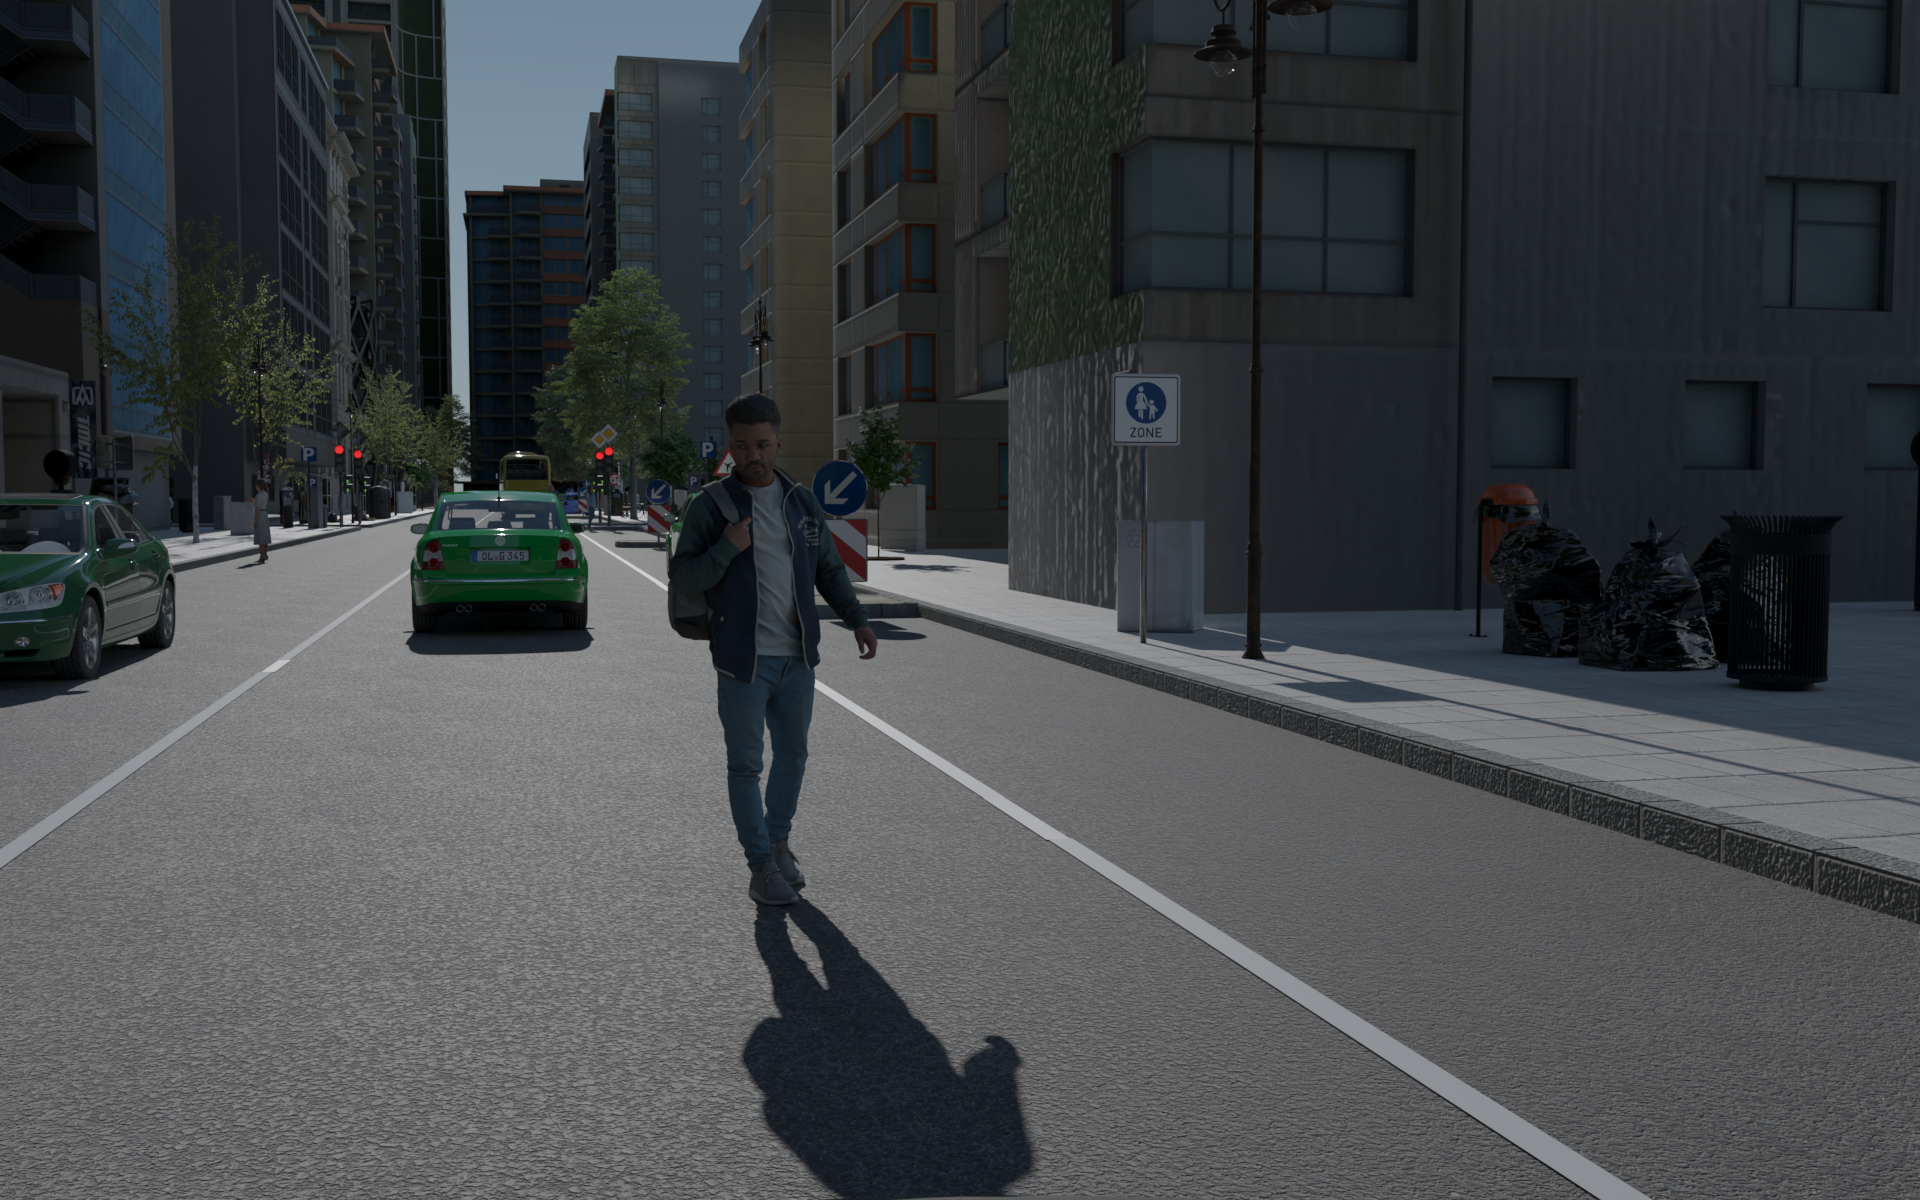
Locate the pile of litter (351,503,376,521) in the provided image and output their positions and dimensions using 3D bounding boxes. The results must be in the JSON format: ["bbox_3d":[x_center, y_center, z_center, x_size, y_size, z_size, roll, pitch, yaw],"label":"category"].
[{"bbox_3d":[-28.387,-4.184,82.366,1.176,0.858,1.719,-1,4,-16],"label":"pile of litter"}]

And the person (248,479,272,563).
[{"bbox_3d":[-14.738,-1.668,36.338,0.524,1.755,0.480,0,4,1],"label":"person"}]

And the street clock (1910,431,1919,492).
[{"bbox_3d":[10.302,-0.840,18.302,0.471,2.002,0.358,1,4,18],"label":"street clock"}]

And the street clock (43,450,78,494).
[{"bbox_3d":[-14.797,-1.466,28.538,0.471,2.002,0.358,0,4,7],"label":"street clock"}]

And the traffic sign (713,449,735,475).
[{"bbox_3d":[-6.600,-3.027,49.495,0.884,2.594,0.081,-1,4,-10],"label":"traffic sign"}]

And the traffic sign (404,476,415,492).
[{"bbox_3d":[-39.161,-7.532,123.259,0.768,2.556,0.104,0,4,-6],"label":"traffic sign"}]

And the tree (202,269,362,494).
[{"bbox_3d":[-23.072,-6.546,57.383,4.360,8.622,3.978,0,3,0],"label":"tree"}]

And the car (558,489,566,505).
[{"bbox_3d":[-31.564,-7.851,137.165,1.959,1.807,4.718,-1,4,-14],"label":"car"}]

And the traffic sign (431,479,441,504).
[{"bbox_3d":[-44.675,-9.025,147.670,0.768,2.556,0.104,-1,4,-13],"label":"traffic sign"}]

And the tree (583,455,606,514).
[{"bbox_3d":[-22.705,-7.841,111.920,4.285,4.588,4.351,0,3,0],"label":"tree"}]

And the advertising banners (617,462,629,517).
[{"bbox_3d":[-18.667,-6.101,95.933,0.090,3.025,2.074,0,4,6],"label":"advertising banners"}]

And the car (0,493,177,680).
[{"bbox_3d":[-7.962,-0.175,14.656,2.131,1.459,4.920,-1,4,-13],"label":"car"}]

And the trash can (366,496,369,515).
[{"bbox_3d":[-37.249,-5.927,108.555,0.748,1.137,0.748,0,3,0],"label":"trash can"}]

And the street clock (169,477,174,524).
[{"bbox_3d":[-33.673,-4.235,73.809,0.358,2.002,0.471,-3,5,-41],"label":"street clock"}]

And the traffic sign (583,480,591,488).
[{"bbox_3d":[-31.815,-9.049,148.061,0.768,2.556,0.104,-1,4,-10],"label":"traffic sign"}]

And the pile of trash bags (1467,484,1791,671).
[{"bbox_3d":[5.221,-0.275,14.241,1.912,1.369,3.447,-1,4,-13],"label":"pile of trash bags"}]

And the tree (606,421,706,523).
[{"bbox_3d":[-13.022,-5.788,78.348,4.285,4.588,4.351,0,3,0],"label":"tree"}]

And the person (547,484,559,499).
[{"bbox_3d":[-14.598,-3.254,61.882,0.537,1.800,0.526,0,4,6],"label":"person"}]

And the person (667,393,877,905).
[{"bbox_3d":[-0.703,0.166,6.140,0.623,1.781,0.721,-3,5,-43],"label":"person"}]

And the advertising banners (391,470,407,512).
[{"bbox_3d":[-41.304,-7.950,126.177,2.074,3.025,0.090,0,4,-1],"label":"advertising banners"}]

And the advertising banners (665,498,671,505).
[{"bbox_3d":[-24.209,-9.082,144.681,2.074,3.025,0.090,2,4,34],"label":"advertising banners"}]

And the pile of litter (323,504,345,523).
[{"bbox_3d":[-28.412,-3.877,77.348,1.719,0.858,1.176,0,4,-1],"label":"pile of litter"}]

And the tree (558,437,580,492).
[{"bbox_3d":[-41.442,-14.354,185.041,4.360,8.622,3.978,0,3,0],"label":"tree"}]

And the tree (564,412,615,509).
[{"bbox_3d":[-35.987,-13.076,164.152,4.737,8.622,4.395,0,3,0],"label":"tree"}]

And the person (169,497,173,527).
[{"bbox_3d":[-31.036,-3.509,67.686,0.589,1.601,0.330,1,4,18],"label":"person"}]

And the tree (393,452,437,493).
[{"bbox_3d":[-42.983,-9.357,136.702,4.285,4.588,4.351,0,3,0],"label":"tree"}]

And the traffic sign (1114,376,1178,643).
[{"bbox_3d":[1.577,-0.778,14.842,0.606,2.300,0.079,-1,4,-12],"label":"traffic sign"}]

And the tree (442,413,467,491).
[{"bbox_3d":[-46.523,-12.487,154.530,4.360,8.622,3.978,0,3,0],"label":"tree"}]

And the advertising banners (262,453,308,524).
[{"bbox_3d":[-29.148,-4.814,74.893,2.074,3.025,0.090,-1,4,-20],"label":"advertising banners"}]

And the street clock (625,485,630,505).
[{"bbox_3d":[-25.874,-7.960,134.709,0.471,2.002,0.358,3,4,38],"label":"street clock"}]

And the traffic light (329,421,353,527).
[{"bbox_3d":[-23.854,-4.759,66.730,0.839,4.253,0.868,-1,4,-14],"label":"traffic light"}]

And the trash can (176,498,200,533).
[{"bbox_3d":[-25.659,-2.810,57.603,0.748,1.137,0.748,0,3,0],"label":"trash can"}]

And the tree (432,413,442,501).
[{"bbox_3d":[-34.629,-9.535,106.264,4.360,8.622,3.978,0,3,0],"label":"tree"}]

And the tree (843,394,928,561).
[{"bbox_3d":[-1.455,-2.392,33.713,1.663,3.219,1.824,0,3,0],"label":"tree"}]

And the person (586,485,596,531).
[{"bbox_3d":[-14.317,-3.567,67.091,0.793,1.790,0.793,-2,4,-32],"label":"person"}]

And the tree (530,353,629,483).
[{"bbox_3d":[-33.192,-15.093,153.429,9.857,13.997,8.962,0,3,0],"label":"tree"}]

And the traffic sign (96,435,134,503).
[{"bbox_3d":[-14.727,-1.718,30.213,0.606,2.300,0.079,0,4,-8],"label":"traffic sign"}]

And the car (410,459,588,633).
[{"bbox_3d":[-5.164,-0.650,19.419,1.959,1.807,4.718,-1,4,-15],"label":"car"}]

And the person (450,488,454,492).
[{"bbox_3d":[-28.858,-5.470,98.281,0.374,1.781,0.599,2,4,35],"label":"person"}]

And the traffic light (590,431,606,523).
[{"bbox_3d":[-16.030,-5.385,76.971,0.839,4.253,0.868,-1,4,-14],"label":"traffic light"}]

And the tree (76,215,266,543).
[{"bbox_3d":[-20.253,-5.798,45.160,4.737,8.622,4.395,0,3,0],"label":"tree"}]

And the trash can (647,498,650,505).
[{"bbox_3d":[-25.739,-8.111,144.260,0.748,1.137,0.748,0,3,0],"label":"trash can"}]

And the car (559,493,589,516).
[{"bbox_3d":[-23.503,-5.891,105.905,1.945,1.707,3.694,-1,4,-15],"label":"car"}]

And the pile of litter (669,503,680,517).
[{"bbox_3d":[-15.904,-5.033,96.260,1.719,0.858,1.176,1,4,9],"label":"pile of litter"}]

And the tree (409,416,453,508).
[{"bbox_3d":[-49.241,-12.933,161.814,4.737,8.622,4.395,0,3,0],"label":"tree"}]

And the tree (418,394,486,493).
[{"bbox_3d":[-57.581,-16.981,195.762,7.486,12.596,7.792,0,3,0],"label":"tree"}]

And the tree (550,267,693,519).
[{"bbox_3d":[-16.810,-10.326,86.962,7.486,12.596,7.792,0,3,0],"label":"tree"}]

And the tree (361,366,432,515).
[{"bbox_3d":[-32.562,-9.016,97.778,4.360,8.622,3.978,0,3,0],"label":"tree"}]

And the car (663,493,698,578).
[{"bbox_3d":[-3.813,-1.191,28.268,1.959,1.807,4.718,-1,4,-13],"label":"car"}]

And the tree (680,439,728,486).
[{"bbox_3d":[-8.580,-4.007,60.117,1.663,3.219,1.824,0,3,0],"label":"tree"}]

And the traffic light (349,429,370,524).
[{"bbox_3d":[-25.825,-5.232,74.469,0.839,4.253,0.868,-1,4,-14],"label":"traffic light"}]

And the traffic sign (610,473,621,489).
[{"bbox_3d":[-20.910,-6.415,104.994,0.768,2.556,0.104,0,4,-7],"label":"traffic sign"}]

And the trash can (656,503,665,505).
[{"bbox_3d":[-20.987,-6.708,121.321,0.748,1.137,0.748,0,3,0],"label":"trash can"}]

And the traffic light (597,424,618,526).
[{"bbox_3d":[-14.058,-4.912,69.233,0.839,4.253,0.868,-1,4,-14],"label":"traffic light"}]

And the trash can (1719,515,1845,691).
[{"bbox_3d":[5.414,0.012,11.452,0.748,1.137,0.748,0,3,0],"label":"trash can"}]

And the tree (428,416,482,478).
[{"bbox_3d":[-60.683,-16.677,207.082,7.601,10.594,8.767,0,4,-5],"label":"tree"}]
